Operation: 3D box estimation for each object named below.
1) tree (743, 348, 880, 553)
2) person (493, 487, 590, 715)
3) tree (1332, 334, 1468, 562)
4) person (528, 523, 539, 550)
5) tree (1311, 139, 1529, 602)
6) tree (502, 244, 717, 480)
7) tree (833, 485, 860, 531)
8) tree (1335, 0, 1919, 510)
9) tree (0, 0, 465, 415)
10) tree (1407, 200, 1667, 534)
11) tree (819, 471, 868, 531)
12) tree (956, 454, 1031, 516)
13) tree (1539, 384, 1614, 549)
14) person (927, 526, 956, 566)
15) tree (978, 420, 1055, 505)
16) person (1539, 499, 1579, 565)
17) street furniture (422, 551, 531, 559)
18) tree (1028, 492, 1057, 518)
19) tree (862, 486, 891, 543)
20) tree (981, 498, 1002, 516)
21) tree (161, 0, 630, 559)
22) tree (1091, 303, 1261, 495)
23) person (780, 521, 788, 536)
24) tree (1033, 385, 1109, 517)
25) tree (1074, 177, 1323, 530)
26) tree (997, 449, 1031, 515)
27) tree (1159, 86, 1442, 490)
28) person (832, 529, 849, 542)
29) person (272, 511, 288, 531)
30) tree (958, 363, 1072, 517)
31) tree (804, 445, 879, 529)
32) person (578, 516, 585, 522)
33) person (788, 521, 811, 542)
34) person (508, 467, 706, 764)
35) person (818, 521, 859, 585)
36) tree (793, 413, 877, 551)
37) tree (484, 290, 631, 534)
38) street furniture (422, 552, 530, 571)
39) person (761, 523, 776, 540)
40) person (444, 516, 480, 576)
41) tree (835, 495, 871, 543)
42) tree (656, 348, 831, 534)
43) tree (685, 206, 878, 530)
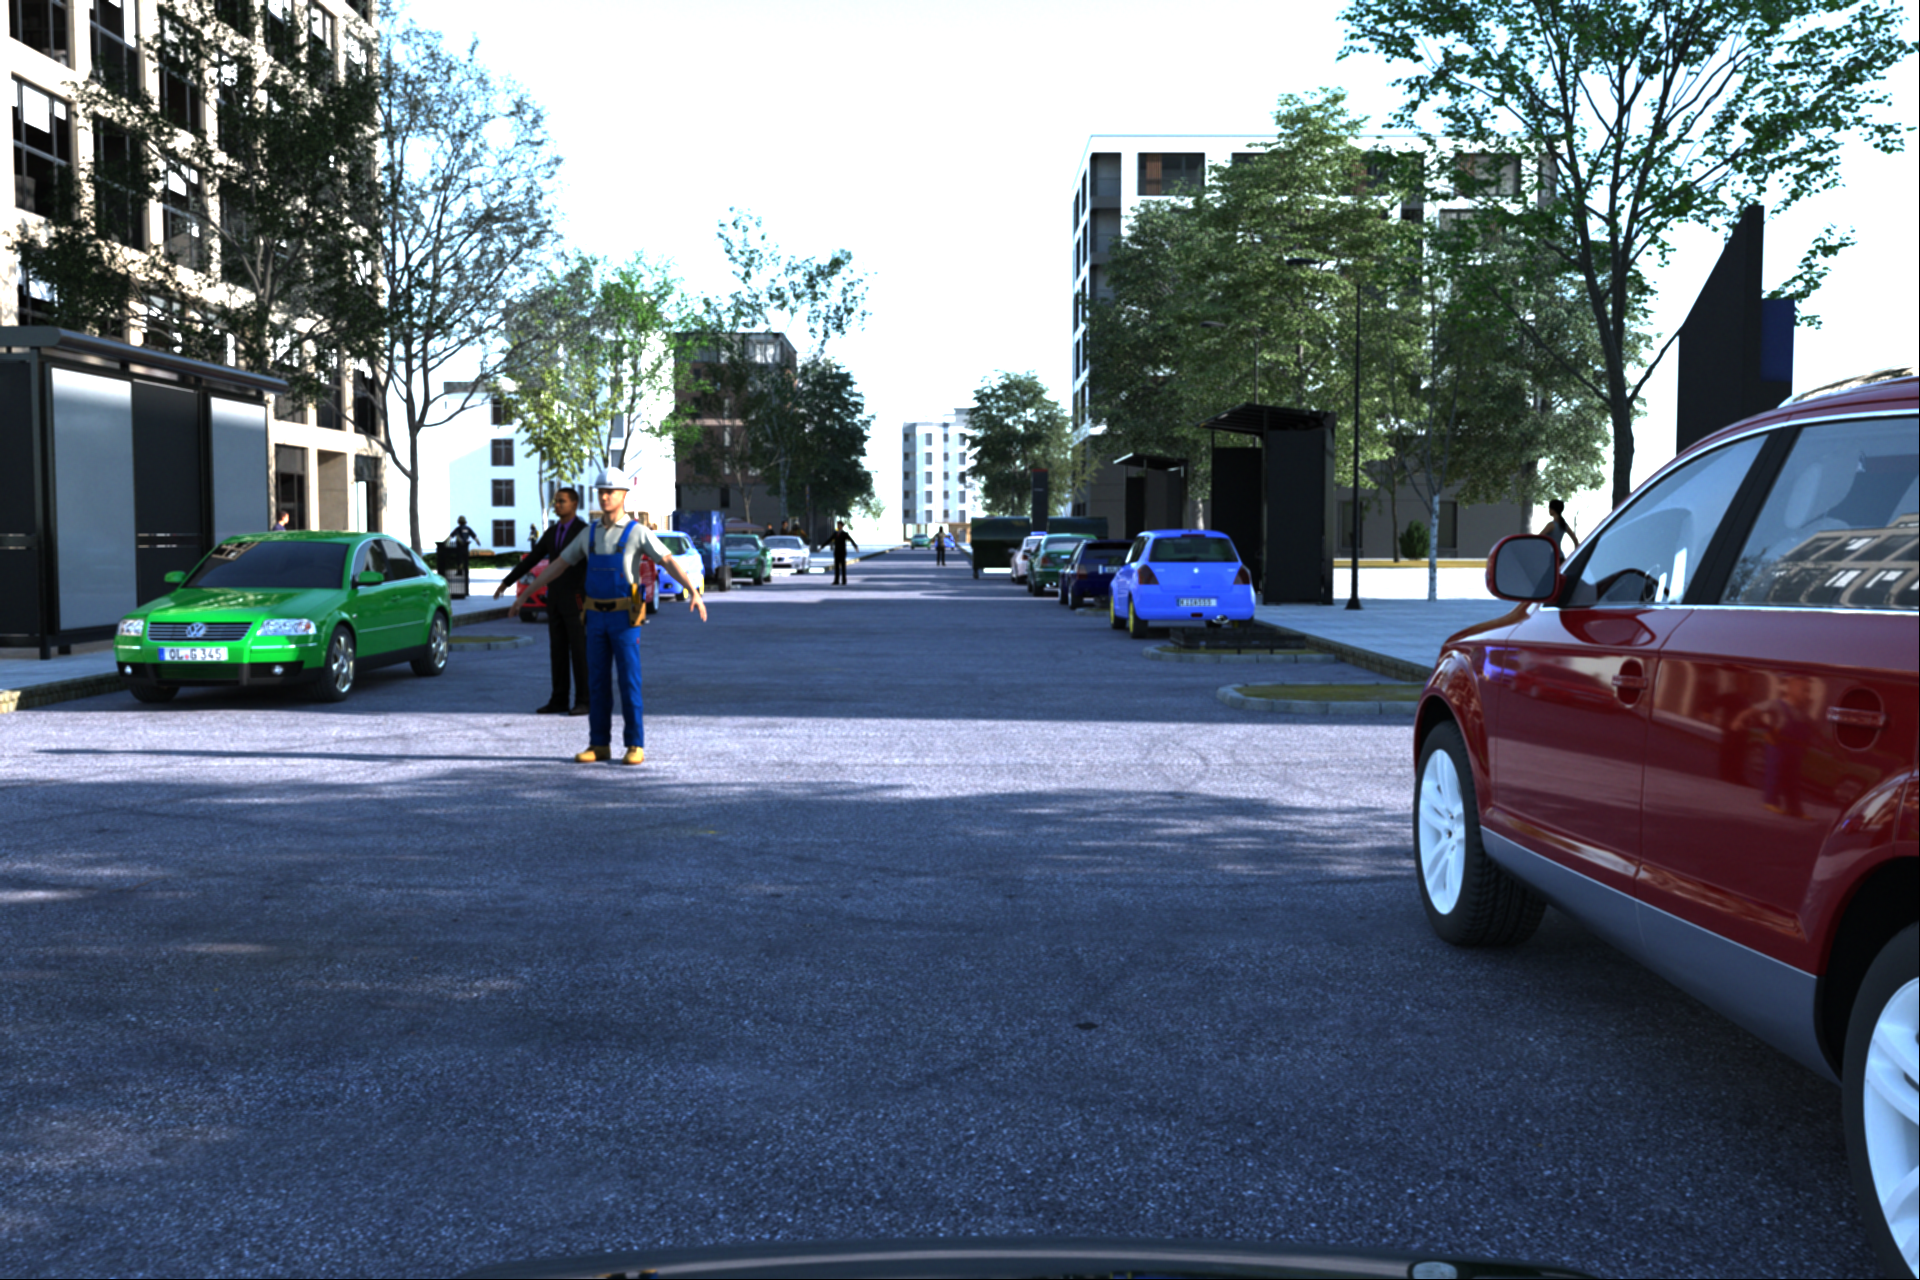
[{"bbox_3d":[-10.178,-13.063,120.242,9.857,13.997,8.962,0,3,0],"label":"tree"},{"bbox_3d":[-3.138,-0.313,13.795,1.346,1.802,0.704,2,4,28],"label":"person"},{"bbox_3d":[19.526,-8.811,78.470,7.601,10.594,8.767,1,4,16],"label":"tree"},{"bbox_3d":[-22.846,-5.314,92.662,0.705,1.856,1.354,0,4,0],"label":"person"},{"bbox_3d":[9.008,-5.025,32.518,4.360,8.622,3.978,0,3,0],"label":"tree"},{"bbox_3d":[-12.664,-8.390,62.939,9.928,11.665,9.643,0,3,0],"label":"tree"},{"bbox_3d":[-11.086,-12.979,162.573,4.737,8.622,4.395,0,3,0],"label":"tree"},{"bbox_3d":[8.812,-5.952,23.064,9.928,11.665,9.643,0,3,0],"label":"tree"},{"bbox_3d":[-12.292,-5.791,29.089,8.767,10.594,7.601,1,4,14],"label":"tree"},{"bbox_3d":[21.652,-9.753,66.115,9.857,13.997,8.962,0,3,0],"label":"tree"},{"bbox_3d":[-10.097,-11.944,145.654,4.737,8.622,4.395,0,3,0],"label":"tree"},{"bbox_3d":[4.109,-14.412,170.048,8.767,10.594,7.601,-1,4,-23],"label":"tree"},{"bbox_3d":[27.605,-7.769,77.390,4.360,8.622,3.978,0,3,0],"label":"tree"},{"bbox_3d":[-0.843,-4.241,77.922,1.348,1.813,0.705,-1,4,-19],"label":"person"},{"bbox_3d":[5.181,-14.057,155.593,9.928,11.665,9.643,0,3,0],"label":"tree"},{"bbox_3d":[7.685,-0.966,22.598,1.217,1.737,0.721,-2,4,-31],"label":"person"},{"bbox_3d":[-19.909,-4.012,81.221,10.072,0.657,5.734,2,4,25],"label":"street furniture"},{"bbox_3d":[13.906,-20.921,260.184,7.486,12.596,7.792,0,3,0],"label":"tree"},{"bbox_3d":[-12.231,-18.701,256.117,4.737,8.622,4.395,0,3,0],"label":"tree"},{"bbox_3d":[5.145,-18.729,256.572,4.737,8.622,4.395,0,3,0],"label":"tree"},{"bbox_3d":[-12.695,-7.907,39.655,12.009,13.543,11.850,0,3,0],"label":"tree"},{"bbox_3d":[9.717,-9.124,74.940,9.928,11.665,9.643,0,3,0],"label":"tree"},{"bbox_3d":[-6.927,-3.821,68.615,0.704,1.812,1.346,0,4,-1],"label":"person"},{"bbox_3d":[5.317,-8.276,85.677,4.360,8.622,3.978,0,3,0],"label":"tree"},{"bbox_3d":[8.584,-9.517,62.262,9.857,13.997,8.962,0,3,0],"label":"tree"},{"bbox_3d":[4.802,-11.714,141.878,4.360,8.622,3.978,0,3,0],"label":"tree"},{"bbox_3d":[8.704,-7.725,44.423,7.486,12.596,7.792,0,3,0],"label":"tree"},{"bbox_3d":[-5.869,-4.796,84.377,0.705,1.833,1.349,2,4,31],"label":"person"},{"bbox_3d":[-12.603,-1.542,32.169,0.530,1.710,0.541,0,4,5],"label":"person"},{"bbox_3d":[4.743,-13.569,128.511,9.857,13.997,8.962,0,3,0],"label":"tree"},{"bbox_3d":[-10.674,-13.447,154.267,7.601,10.594,8.767,3,5,42],"label":"tree"},{"bbox_3d":[-7.201,-1.475,33.043,1.216,1.772,0.721,-3,4,-38],"label":"person"},{"bbox_3d":[-7.212,-4.317,76.350,1.354,1.858,0.705,0,4,2],"label":"person"},{"bbox_3d":[-2.183,-0.156,10.861,1.347,1.847,0.705,1,4,16],"label":"person"},{"bbox_3d":[-3.398,-2.458,48.834,1.347,1.806,0.705,2,4,28],"label":"person"},{"bbox_3d":[-10.197,-12.224,134.281,8.767,10.594,7.601,3,4,37],"label":"tree"},{"bbox_3d":[-12.369,-6.241,52.408,4.737,8.622,4.395,0,3,0],"label":"tree"},{"bbox_3d":[-17.270,-3.049,65.472,5.734,0.657,10.072,0,4,1],"label":"street furniture"},{"bbox_3d":[-9.458,-4.892,85.914,0.705,1.837,1.347,-3,5,-42],"label":"person"},{"bbox_3d":[-15.242,-2.883,53.001,0.704,1.845,1.351,3,5,42],"label":"person"},{"bbox_3d":[-16.737,-20.088,262.856,7.601,10.594,8.767,1,4,9],"label":"tree"},{"bbox_3d":[-10.595,-9.298,86.434,8.767,10.594,7.601,-2,4,-26],"label":"tree"},{"bbox_3d":[-11.981,-15.104,102.837,12.611,20.169,13.585,0,3,0],"label":"tree"}]
